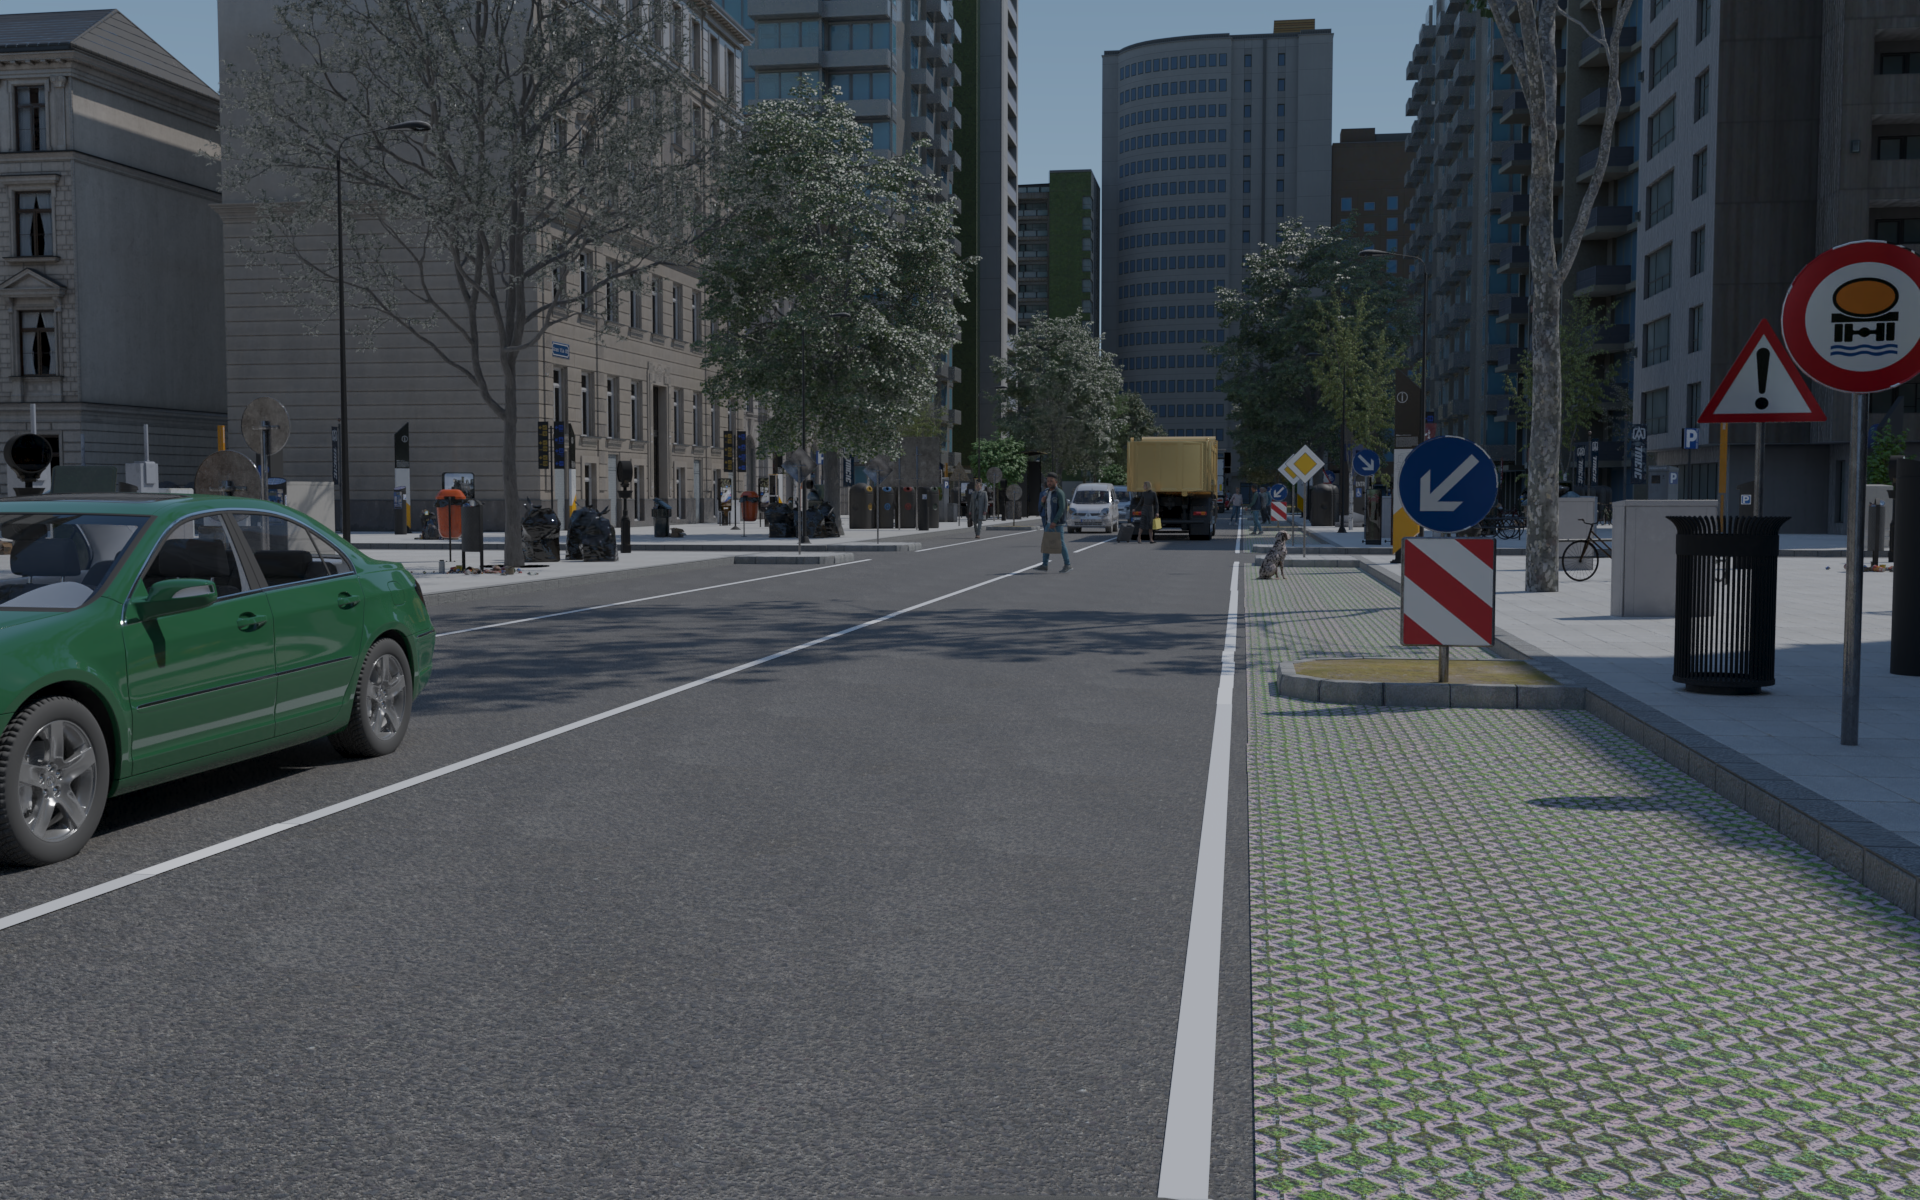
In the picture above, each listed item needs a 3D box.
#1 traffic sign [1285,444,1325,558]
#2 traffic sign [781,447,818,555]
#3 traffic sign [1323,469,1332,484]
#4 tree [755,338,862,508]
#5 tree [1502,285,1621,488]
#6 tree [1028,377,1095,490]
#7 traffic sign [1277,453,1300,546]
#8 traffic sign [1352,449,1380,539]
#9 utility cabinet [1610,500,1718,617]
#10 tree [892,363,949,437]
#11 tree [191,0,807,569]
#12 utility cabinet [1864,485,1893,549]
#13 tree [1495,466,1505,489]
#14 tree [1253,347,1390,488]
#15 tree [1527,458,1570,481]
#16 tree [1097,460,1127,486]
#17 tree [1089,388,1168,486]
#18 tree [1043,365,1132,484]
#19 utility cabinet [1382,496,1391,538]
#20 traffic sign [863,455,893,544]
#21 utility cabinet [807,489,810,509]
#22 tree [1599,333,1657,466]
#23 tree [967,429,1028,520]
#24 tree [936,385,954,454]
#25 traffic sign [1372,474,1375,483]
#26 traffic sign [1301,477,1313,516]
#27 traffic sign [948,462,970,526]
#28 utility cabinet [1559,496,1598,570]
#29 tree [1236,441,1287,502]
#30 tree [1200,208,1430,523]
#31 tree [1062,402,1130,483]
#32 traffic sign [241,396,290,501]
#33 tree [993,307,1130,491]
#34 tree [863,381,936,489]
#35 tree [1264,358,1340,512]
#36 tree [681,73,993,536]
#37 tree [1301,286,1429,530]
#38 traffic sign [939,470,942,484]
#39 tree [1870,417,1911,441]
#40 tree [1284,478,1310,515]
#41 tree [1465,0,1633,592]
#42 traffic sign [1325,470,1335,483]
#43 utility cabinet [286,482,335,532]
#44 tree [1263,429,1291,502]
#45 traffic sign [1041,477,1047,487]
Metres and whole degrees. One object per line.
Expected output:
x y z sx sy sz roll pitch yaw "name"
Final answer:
6.957 -1.916 34.962 0.795 2.450 0.064 1 4 9 "traffic sign"
-3.397 -2.020 36.665 0.795 2.450 0.064 1 4 9 "traffic sign"
18.842 -5.501 89.944 0.884 2.594 0.081 1 4 10 "traffic sign"
-7.253 -7.748 77.045 4.360 8.622 3.978 0 3 0 "tree"
21.496 -6.807 61.650 4.737 8.622 4.395 0 3 0 "tree"
6.333 -9.761 109.948 4.360 8.622 3.978 0 3 0 "tree"
8.242 -2.398 42.844 0.795 2.450 0.064 1 4 9 "traffic sign"
11.567 -3.012 49.357 0.768 2.556 0.104 1 4 16 "traffic sign"
7.390 -0.431 18.203 1.020 1.237 0.306 0 4 -6 "utility cabinet"
-2.714 -8.725 93.016 4.737 8.622 4.395 0 3 0 "tree"
-7.930 -7.304 29.792 12.009 13.543 11.850 0 3 0 "tree"
21.085 -1.922 40.101 1.173 1.500 0.318 -2 4 -27 "utility cabinet"
30.067 -6.312 97.805 1.663 3.219 1.824 0 3 0 "tree"
20.854 -10.212 101.374 8.767 10.594 7.601 1 4 13 "tree"
25.431 -4.924 75.110 1.663 3.219 1.824 0 3 0 "tree"
14.324 -10.927 162.373 4.285 4.588 4.351 0 3 0 "tree"
18.324 -16.555 187.678 9.611 12.733 9.660 0 3 0 "tree"
9.863 -12.829 135.502 9.928 11.665 9.643 0 3 0 "tree"
12.737 -2.408 50.537 1.020 1.237 0.306 3 4 38 "utility cabinet"
-2.112 -2.502 44.547 0.795 2.450 0.064 1 4 9 "traffic sign"
-6.537 -4.401 80.633 1.173 1.500 0.318 -1 4 -10 "utility cabinet"
30.822 -7.755 77.163 4.360 8.622 3.978 0 3 0 "tree"
1.972 -6.336 87.304 4.285 4.588 4.351 0 3 0 "tree"
-2.498 -9.697 108.907 4.360 8.622 3.978 0 3 0 "tree"
22.701 -5.887 96.365 0.768 2.556 0.104 1 4 10 "traffic sign"
17.935 -5.346 89.534 0.606 2.300 0.079 1 4 18 "traffic sign"
-0.034 -4.237 69.284 0.884 2.594 0.081 1 4 11 "traffic sign"
10.167 -1.110 29.306 1.020 1.237 0.306 1 4 9 "utility cabinet"
34.893 -16.744 190.766 9.611 12.733 9.660 0 3 0 "tree"
15.910 -10.432 77.226 9.857 13.997 8.962 0 3 0 "tree"
11.655 -13.256 151.145 7.601 10.594 8.767 2 4 27 "tree"
-9.085 -1.378 22.638 0.768 2.556 0.104 1 4 18 "traffic sign"
6.603 -12.891 117.416 9.857 13.997 8.962 0 3 0 "tree"
-4.263 -8.191 84.278 4.360 8.622 3.978 0 3 0 "tree"
24.831 -12.265 126.293 9.928 11.665 9.643 0 3 0 "tree"
-3.932 -8.957 53.107 9.857 13.997 8.962 0 3 0 "tree"
14.094 -6.789 61.358 4.737 8.622 4.395 0 3 0 "tree"
-1.059 -4.316 72.695 0.606 2.300 0.079 1 4 18 "traffic sign"
23.448 -2.997 43.608 1.663 3.219 1.824 0 3 0 "tree"
20.661 -6.848 106.568 1.663 3.219 1.824 0 3 0 "tree"
6.316 -10.135 21.594 12.611 20.169 13.585 0 3 0 "tree"
19.783 -5.692 93.170 0.768 2.556 0.104 1 4 18 "traffic sign"
-11.769 -1.372 31.104 0.318 1.500 1.173 1 4 22 "utility cabinet"
30.338 -13.096 164.480 4.360 8.622 3.978 0 3 0 "tree"
5.163 -6.285 104.897 0.606 2.300 0.079 1 4 11 "traffic sign"
